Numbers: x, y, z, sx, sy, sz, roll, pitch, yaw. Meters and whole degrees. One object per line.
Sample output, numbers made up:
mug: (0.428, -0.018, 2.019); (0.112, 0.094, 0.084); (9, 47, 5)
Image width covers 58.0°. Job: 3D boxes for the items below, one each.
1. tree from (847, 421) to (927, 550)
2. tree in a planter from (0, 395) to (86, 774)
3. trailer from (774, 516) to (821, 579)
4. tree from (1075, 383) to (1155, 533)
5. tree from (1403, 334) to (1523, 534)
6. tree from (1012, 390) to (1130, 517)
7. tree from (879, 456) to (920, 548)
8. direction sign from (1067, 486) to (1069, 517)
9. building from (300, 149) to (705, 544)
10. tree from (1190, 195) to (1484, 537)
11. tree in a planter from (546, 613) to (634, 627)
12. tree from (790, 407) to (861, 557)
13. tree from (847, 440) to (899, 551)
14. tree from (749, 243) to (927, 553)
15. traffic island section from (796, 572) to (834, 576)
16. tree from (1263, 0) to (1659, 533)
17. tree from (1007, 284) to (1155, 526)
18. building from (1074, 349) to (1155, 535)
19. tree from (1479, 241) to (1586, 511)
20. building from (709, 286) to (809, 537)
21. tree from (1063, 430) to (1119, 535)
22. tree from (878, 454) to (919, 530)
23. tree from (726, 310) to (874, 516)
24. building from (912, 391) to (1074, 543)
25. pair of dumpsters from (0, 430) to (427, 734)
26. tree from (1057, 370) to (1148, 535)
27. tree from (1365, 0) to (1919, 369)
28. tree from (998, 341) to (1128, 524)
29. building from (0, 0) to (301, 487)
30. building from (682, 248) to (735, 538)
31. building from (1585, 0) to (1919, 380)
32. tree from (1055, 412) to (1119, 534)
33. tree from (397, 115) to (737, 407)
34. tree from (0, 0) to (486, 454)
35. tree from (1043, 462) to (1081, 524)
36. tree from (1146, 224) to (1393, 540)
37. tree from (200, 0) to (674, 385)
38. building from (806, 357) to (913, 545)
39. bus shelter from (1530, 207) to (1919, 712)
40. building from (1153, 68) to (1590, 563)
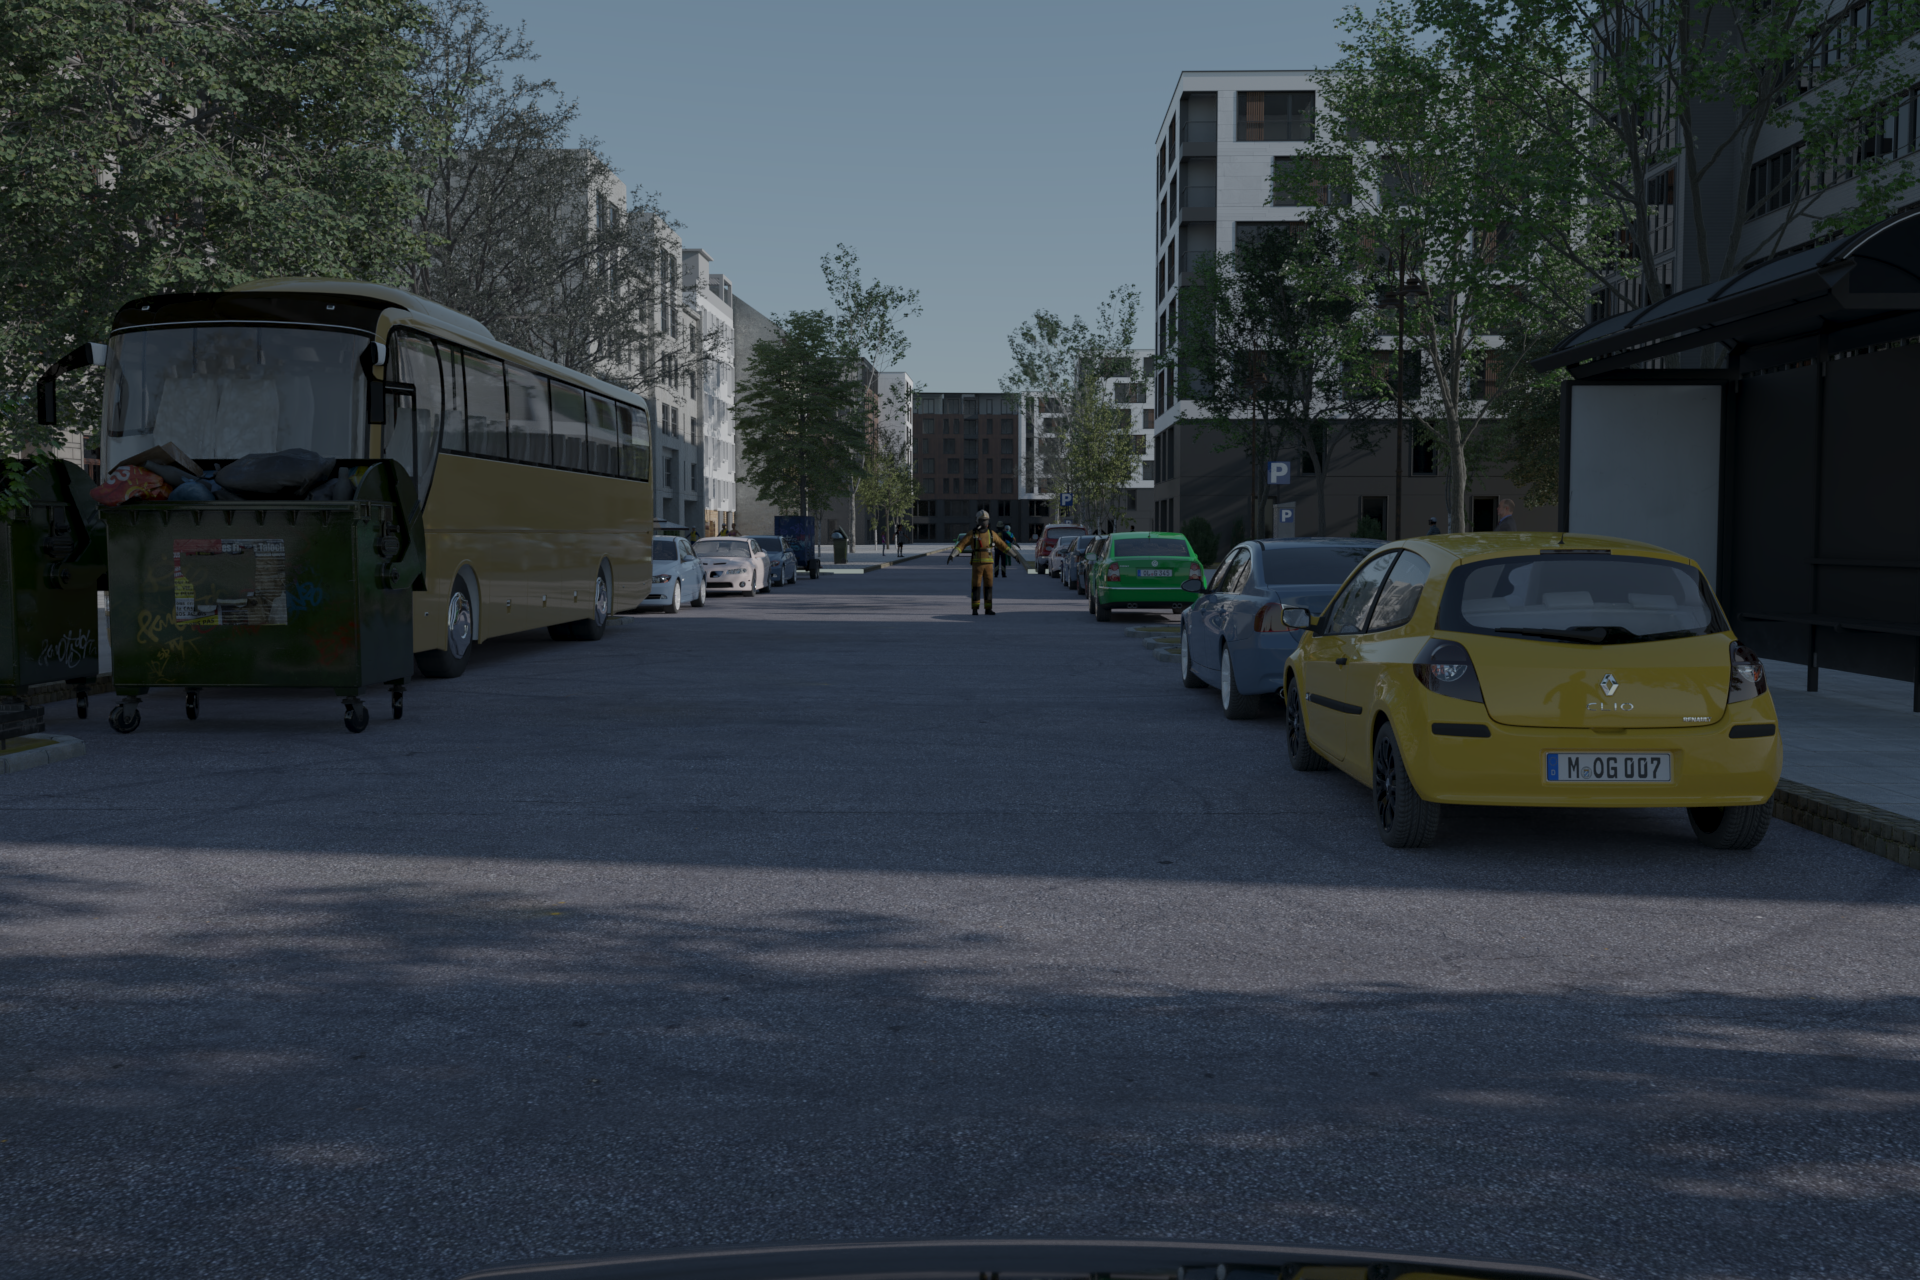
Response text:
tree: (-6.269, -12.780, 143.360); (7.601, 10.594, 8.767); (-3, 4, -39)
tree in a planter: (-6.680, -0.824, 10.692); (1.991, 3.239, 1.994); (0, 4, 1)
trailer: (-5.282, -2.913, 54.670); (1.471, 1.999, 3.904); (0, 4, 2)
tree: (7.546, -8.205, 84.507); (4.360, 8.622, 3.978); (0, 3, 0)
tree: (18.195, -6.905, 63.265); (4.737, 8.622, 4.395); (0, 3, 0)
tree: (9.485, -14.399, 145.786); (12.009, 13.543, 11.850); (0, 3, 0)
tree: (-5.682, -12.490, 154.577); (4.737, 8.622, 4.395); (0, 3, 0)
direction sign: (5.069, -5.445, 81.027); (0.379, 3.537, 0.876); (0, 3, 0)
building: (-25.137, -14.021, 95.697); (16.747, 18.905, 31.486); (0, 4, 1)
tree: (9.997, -6.882, 46.938); (8.767, 10.594, 7.601); (2, 4, 25)
tree in a planter: (-6.304, -1.859, 27.619); (1.991, 3.239, 1.994); (0, 4, 1)
tree: (-8.028, -8.918, 96.172); (4.360, 8.622, 3.978); (0, 3, 0)
tree: (-6.804, -11.288, 134.924); (4.737, 8.622, 4.395); (0, 3, 0)
tree: (-8.238, -15.886, 115.618); (12.611, 20.169, 13.585); (0, 3, 0)
traffic island section: (-5.451, -2.311, 60.654); (1.991, 0.108, 1.994); (0, 4, 1)
tree: (9.666, -6.603, 33.713); (9.928, 11.665, 9.643); (0, 3, 0)
tree: (10.641, -16.780, 130.244); (12.611, 20.169, 13.585); (0, 3, 0)
building: (27.499, -22.233, 207.487); (27.936, 21.610, 32.646); (0, 4, 2)
tree: (25.743, -10.047, 70.918); (9.857, 13.997, 8.962); (0, 3, 0)
building: (-22.529, -18.846, 139.056); (19.493, 23.208, 18.063); (0, 4, 1)
tree: (8.683, -10.343, 119.465); (4.360, 8.622, 3.978); (0, 3, 0)
tree: (-5.674, -12.797, 159.587); (4.737, 8.622, 4.395); (0, 3, 0)
tree: (-7.999, -10.368, 87.637); (7.486, 12.596, 7.792); (0, 3, 0)
building: (5.209, -25.243, 259.154); (32.646, 21.610, 27.936); (0, 4, -5)
pair of dumpsters: (-6.370, -0.484, 12.858); (4.436, 2.255, 1.574); (0, 4, 2)
tree: (6.284, -7.762, 77.275); (4.737, 8.622, 4.395); (0, 3, 0)
tree: (8.799, -5.806, 20.690); (9.928, 11.665, 9.643); (0, 3, 0)
tree: (10.903, -19.109, 168.315); (12.611, 20.169, 13.585); (0, 3, 0)
building: (-29.688, -13.348, 54.394); (11.583, 22.565, 21.152); (0, 4, 1)
building: (-22.037, -15.888, 116.185); (16.016, 20.090, 11.380); (0, 4, 1)
building: (29.868, -14.144, 50.321); (14.314, 24.678, 30.058); (0, 4, 2)
tree: (7.683, -9.236, 101.376); (4.360, 8.622, 3.978); (0, 3, 0)
tree: (-11.733, -8.551, 50.173); (12.009, 13.543, 11.850); (0, 3, 0)
tree: (-12.130, -7.320, 26.337); (9.857, 13.997, 8.962); (0, 3, 0)
tree: (9.245, -12.473, 154.301); (4.737, 8.622, 4.395); (0, 3, 0)
tree: (10.247, -8.073, 57.750); (9.928, 11.665, 9.643); (0, 3, 0)
tree: (-11.471, -7.804, 37.970); (12.009, 13.543, 11.850); (0, 3, 0)
building: (-20.866, -22.776, 216.365); (27.936, 21.610, 32.646); (0, 4, 2)
bus shelter: (6.188, -1.179, 13.197); (2.014, 3.302, 5.546); (0, 4, 1)
building: (24.183, -15.210, 92.665); (27.936, 21.610, 32.646); (0, 4, 2)
